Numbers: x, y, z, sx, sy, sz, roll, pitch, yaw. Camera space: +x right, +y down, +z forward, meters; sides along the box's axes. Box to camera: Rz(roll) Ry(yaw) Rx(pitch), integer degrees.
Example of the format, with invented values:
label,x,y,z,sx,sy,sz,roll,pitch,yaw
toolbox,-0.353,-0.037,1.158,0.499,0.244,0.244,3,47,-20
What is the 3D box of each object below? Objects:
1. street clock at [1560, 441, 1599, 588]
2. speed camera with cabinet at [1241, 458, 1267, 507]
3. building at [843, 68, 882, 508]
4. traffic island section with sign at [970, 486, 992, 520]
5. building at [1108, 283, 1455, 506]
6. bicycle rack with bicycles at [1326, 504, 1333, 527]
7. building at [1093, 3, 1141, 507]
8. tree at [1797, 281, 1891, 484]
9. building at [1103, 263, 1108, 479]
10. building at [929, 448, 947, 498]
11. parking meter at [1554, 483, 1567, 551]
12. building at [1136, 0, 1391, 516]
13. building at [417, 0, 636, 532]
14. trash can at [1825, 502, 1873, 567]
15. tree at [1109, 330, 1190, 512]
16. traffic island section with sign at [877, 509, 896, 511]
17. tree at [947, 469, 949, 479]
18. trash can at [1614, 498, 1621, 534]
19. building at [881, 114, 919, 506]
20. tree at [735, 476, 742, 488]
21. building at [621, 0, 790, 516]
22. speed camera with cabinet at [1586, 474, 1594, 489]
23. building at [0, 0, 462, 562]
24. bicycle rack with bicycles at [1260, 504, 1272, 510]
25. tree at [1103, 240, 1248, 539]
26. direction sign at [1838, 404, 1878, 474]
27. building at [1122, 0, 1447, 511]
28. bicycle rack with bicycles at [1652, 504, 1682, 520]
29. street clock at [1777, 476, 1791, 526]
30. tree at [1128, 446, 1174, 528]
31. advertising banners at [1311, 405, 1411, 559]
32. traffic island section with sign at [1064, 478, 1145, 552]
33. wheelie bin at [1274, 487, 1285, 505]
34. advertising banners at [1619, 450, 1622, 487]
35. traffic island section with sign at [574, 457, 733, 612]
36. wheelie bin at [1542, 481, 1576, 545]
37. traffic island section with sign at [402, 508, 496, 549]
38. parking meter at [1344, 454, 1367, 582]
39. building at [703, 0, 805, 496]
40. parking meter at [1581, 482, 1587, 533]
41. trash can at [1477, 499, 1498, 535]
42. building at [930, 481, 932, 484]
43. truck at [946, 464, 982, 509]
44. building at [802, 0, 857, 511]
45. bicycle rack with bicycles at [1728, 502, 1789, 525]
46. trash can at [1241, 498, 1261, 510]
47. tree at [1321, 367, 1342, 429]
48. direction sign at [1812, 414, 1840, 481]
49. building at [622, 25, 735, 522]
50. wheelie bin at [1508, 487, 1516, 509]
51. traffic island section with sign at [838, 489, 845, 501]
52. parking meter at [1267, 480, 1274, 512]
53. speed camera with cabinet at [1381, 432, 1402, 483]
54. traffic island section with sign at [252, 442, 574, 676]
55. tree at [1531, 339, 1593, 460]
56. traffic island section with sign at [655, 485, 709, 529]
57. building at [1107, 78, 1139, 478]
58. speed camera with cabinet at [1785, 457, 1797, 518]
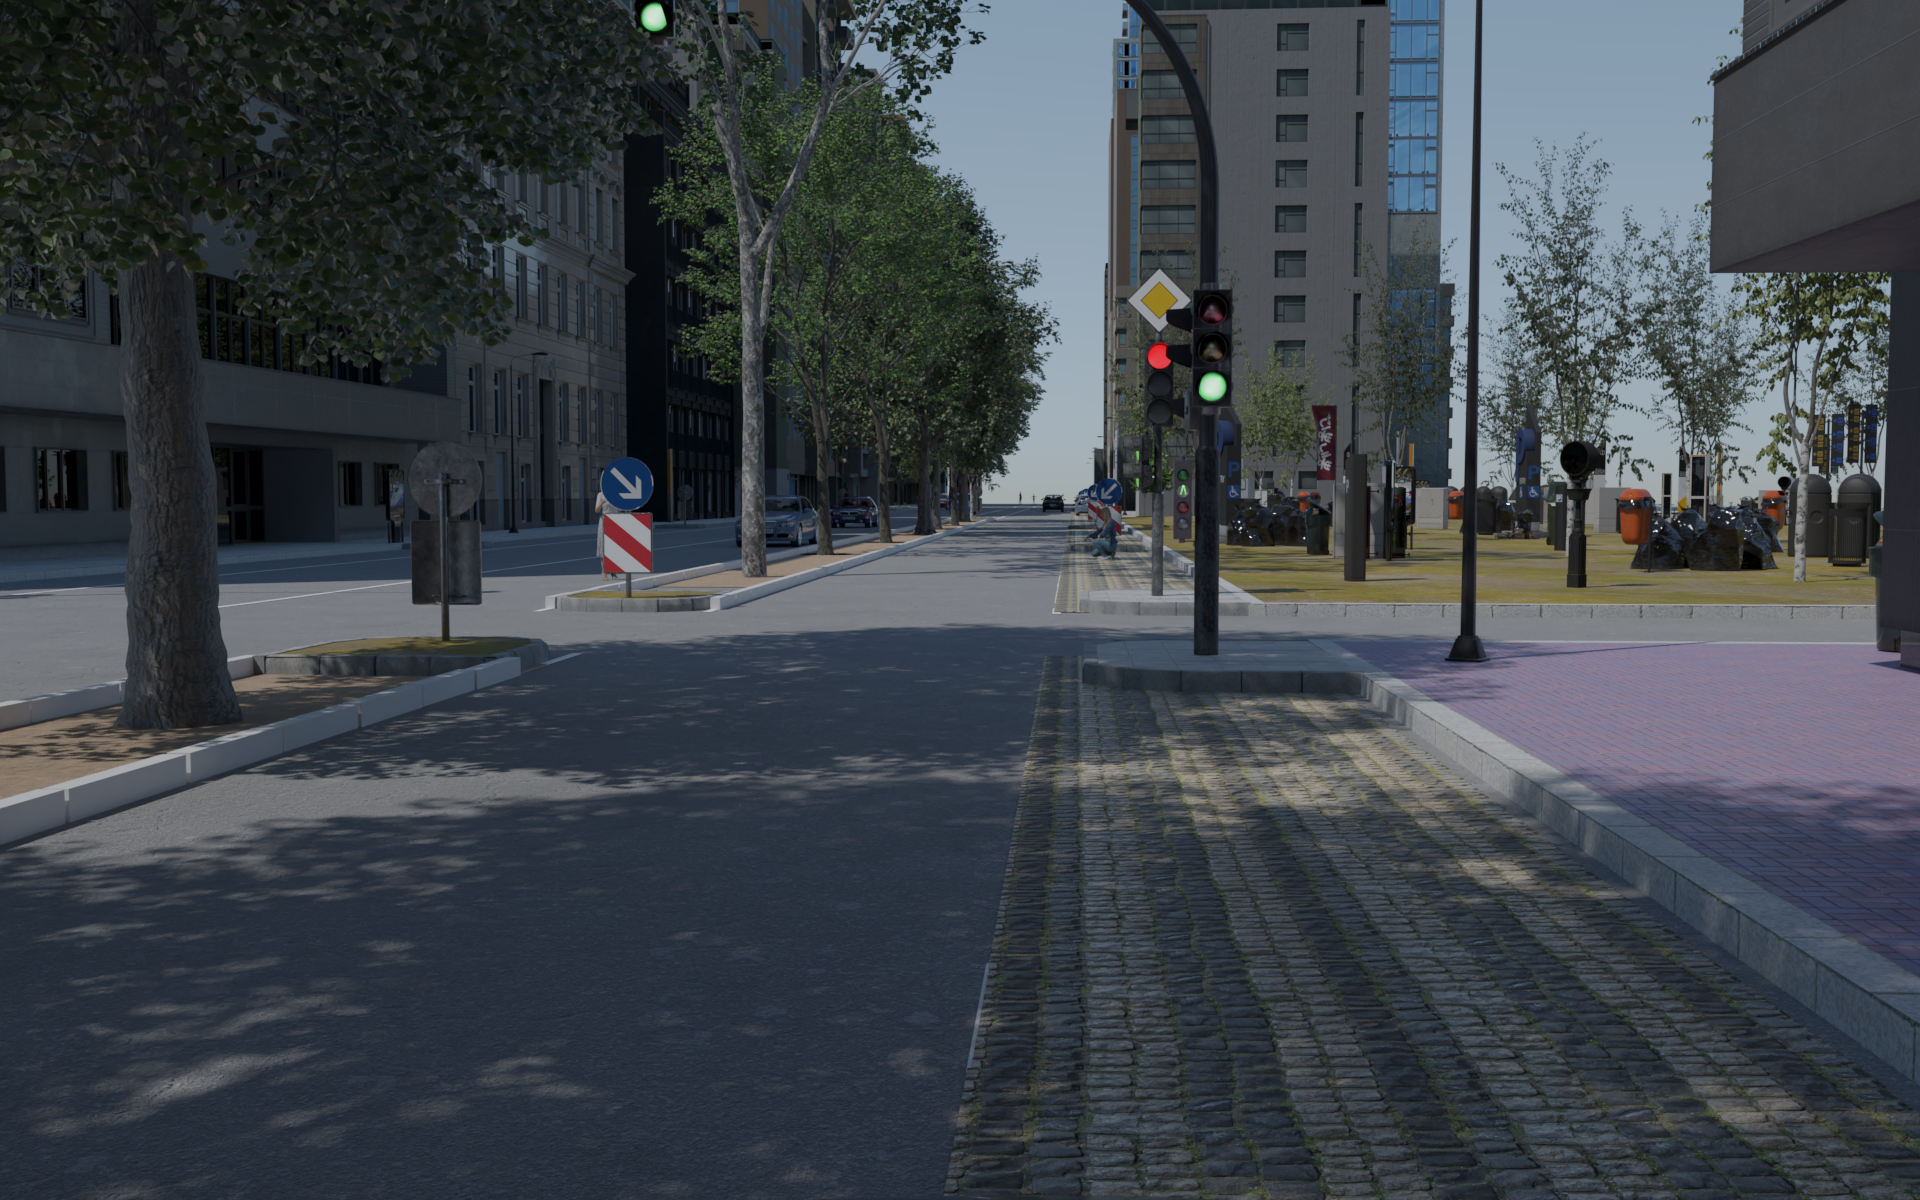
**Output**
label,x,y,z,sx,sy,sz,roll,pitch,yaw
street clock,8.454,-1.169,23.688,0.358,2.002,0.471,-2,4,-34
speed camera with cabinet,16.398,-6.225,96.114,2.038,3.252,0.660,1,4,23
building,-14.947,-29.265,162.069,14.154,41.232,14.086,0,4,4
traffic island section with sign,0.898,-5.429,96.904,2.006,1.907,1.989,0,4,4
building,27.649,-19.106,157.415,27.650,21.520,28.899,0,4,4
bicycle rack with bicycles,14.020,-3.084,63.805,2.852,0.926,2.925,-2,4,-29
building,29.858,-56.576,237.695,22.319,86.520,31.000,0,4,4
tree,30.039,-6.536,57.222,4.360,8.622,3.978,0,3,0
building,24.956,-27.199,216.410,14.160,30.474,14.107,0,4,4
building,-9.327,-29.106,247.581,14.160,30.474,14.107,0,4,4
parking meter,13.667,-1.885,39.229,0.372,1.533,0.369,0,3,0
building,17.707,-20.370,104.747,14.160,30.474,14.107,0,4,4
building,-21.387,-16.424,65.793,12.463,27.353,25.104,0,4,4
trash can,15.690,-1.159,30.610,0.748,1.137,0.748,0,3,0
tree,8.831,-7.754,77.148,4.737,8.622,4.395,0,3,0
traffic island section with sign,-6.529,-8.630,149.727,1.989,1.847,2.006,0,4,4
tree,-2.267,-18.805,257.818,4.737,8.622,4.395,0,3,0
trash can,21.629,-2.727,56.242,0.748,1.137,0.748,0,3,0
building,-16.459,-33.155,196.708,22.147,44.769,28.867,0,4,4
tree,-13.149,-6.223,96.347,1.663,3.219,1.824,0,3,0
building,-18.544,-20.408,105.369,14.160,30.474,14.107,0,4,4
speed camera with cabinet,34.567,-6.064,93.486,0.660,3.252,2.038,-1,4,-12
building,-22.941,-13.363,37.544,14.314,24.678,30.058,0,4,4
bicycle rack with bicycles,10.807,-3.055,63.324,2.925,0.926,2.852,1,4,22
tree,6.372,-6.056,49.376,4.360,8.622,3.978,0,3,0
direction sign,22.721,-3.160,43.668,0.876,3.537,0.379,-1,4,-16
building,22.991,-49.699,125.249,22.319,86.520,31.000,0,4,4
bicycle rack with bicycles,25.081,-2.998,62.398,2.852,0.926,2.925,-1,4,-15
street clock,33.408,-4.015,70.223,0.471,2.002,0.358,3,5,42
tree,7.615,-4.557,69.102,1.663,3.219,1.824,0,3,0
advertising banners,7.909,-2.325,34.199,2.074,3.025,0.090,-1,4,-9
traffic island section with sign,3.619,-2.136,43.552,1.989,1.847,2.006,0,4,4
wheelie bin,14.064,-4.226,77.005,0.693,1.594,0.980,2,4,26
advertising banners,26.099,-4.401,68.145,0.090,3.025,2.074,2,4,31
traffic island section with sign,-4.046,-0.843,21.927,2.006,1.907,1.989,0,4,4
wheelie bin,15.028,-2.162,43.259,0.980,1.594,0.693,2,4,34
traffic island section with sign,-13.390,-2.267,45.699,1.989,1.847,2.006,0,4,4
parking meter,5.818,-1.209,25.473,0.255,1.863,0.399,0,4,0
building,-18.725,-28.683,119.086,14.600,45.320,14.200,0,4,4
parking meter,19.354,-2.963,54.153,0.399,1.863,0.255,3,5,42
trash can,16.469,-2.603,54.214,0.748,1.137,0.748,0,3,0
building,-14.659,-34.937,225.843,22.147,44.769,28.867,0,4,4
truck,0.459,-9.608,146.000,2.839,4.237,11.283,0,4,3
building,-20.248,-29.737,140.828,22.147,44.769,28.867,0,4,4
bicycle rack with bicycles,34.205,-3.588,72.052,2.852,0.926,2.925,-1,4,-15
trash can,9.350,-2.701,55.807,0.748,1.137,0.748,0,3,0
tree,17.251,-8.482,89.037,4.737,8.622,4.395,0,3,0
direction sign,24.532,-3.487,49.004,0.379,3.537,0.876,-3,4,-38
building,-18.968,-15.718,86.671,12.332,23.373,15.834,0,4,4
wheelie bin,19.429,-3.185,59.976,0.693,1.594,0.980,-1,4,-16
traffic island section with sign,-8.299,-6.985,122.830,1.989,1.847,2.006,0,4,4
parking meter,13.152,-4.139,73.379,0.255,1.863,0.399,1,4,18
speed camera with cabinet,13.923,-3.744,55.554,0.660,3.252,2.038,1,4,20
traffic island section with sign,-4.544,-0.391,14.537,2.006,1.907,1.989,0,4,4
tree,28.202,-7.893,79.417,4.737,8.622,4.395,0,3,0
traffic island section with sign,-11.608,-3.921,72.738,1.989,1.847,2.006,0,4,4
building,23.660,-32.872,187.560,14.600,45.320,14.200,0,4,4
speed camera with cabinet,44.969,-5.988,92.239,2.038,3.252,0.660,1,4,18
